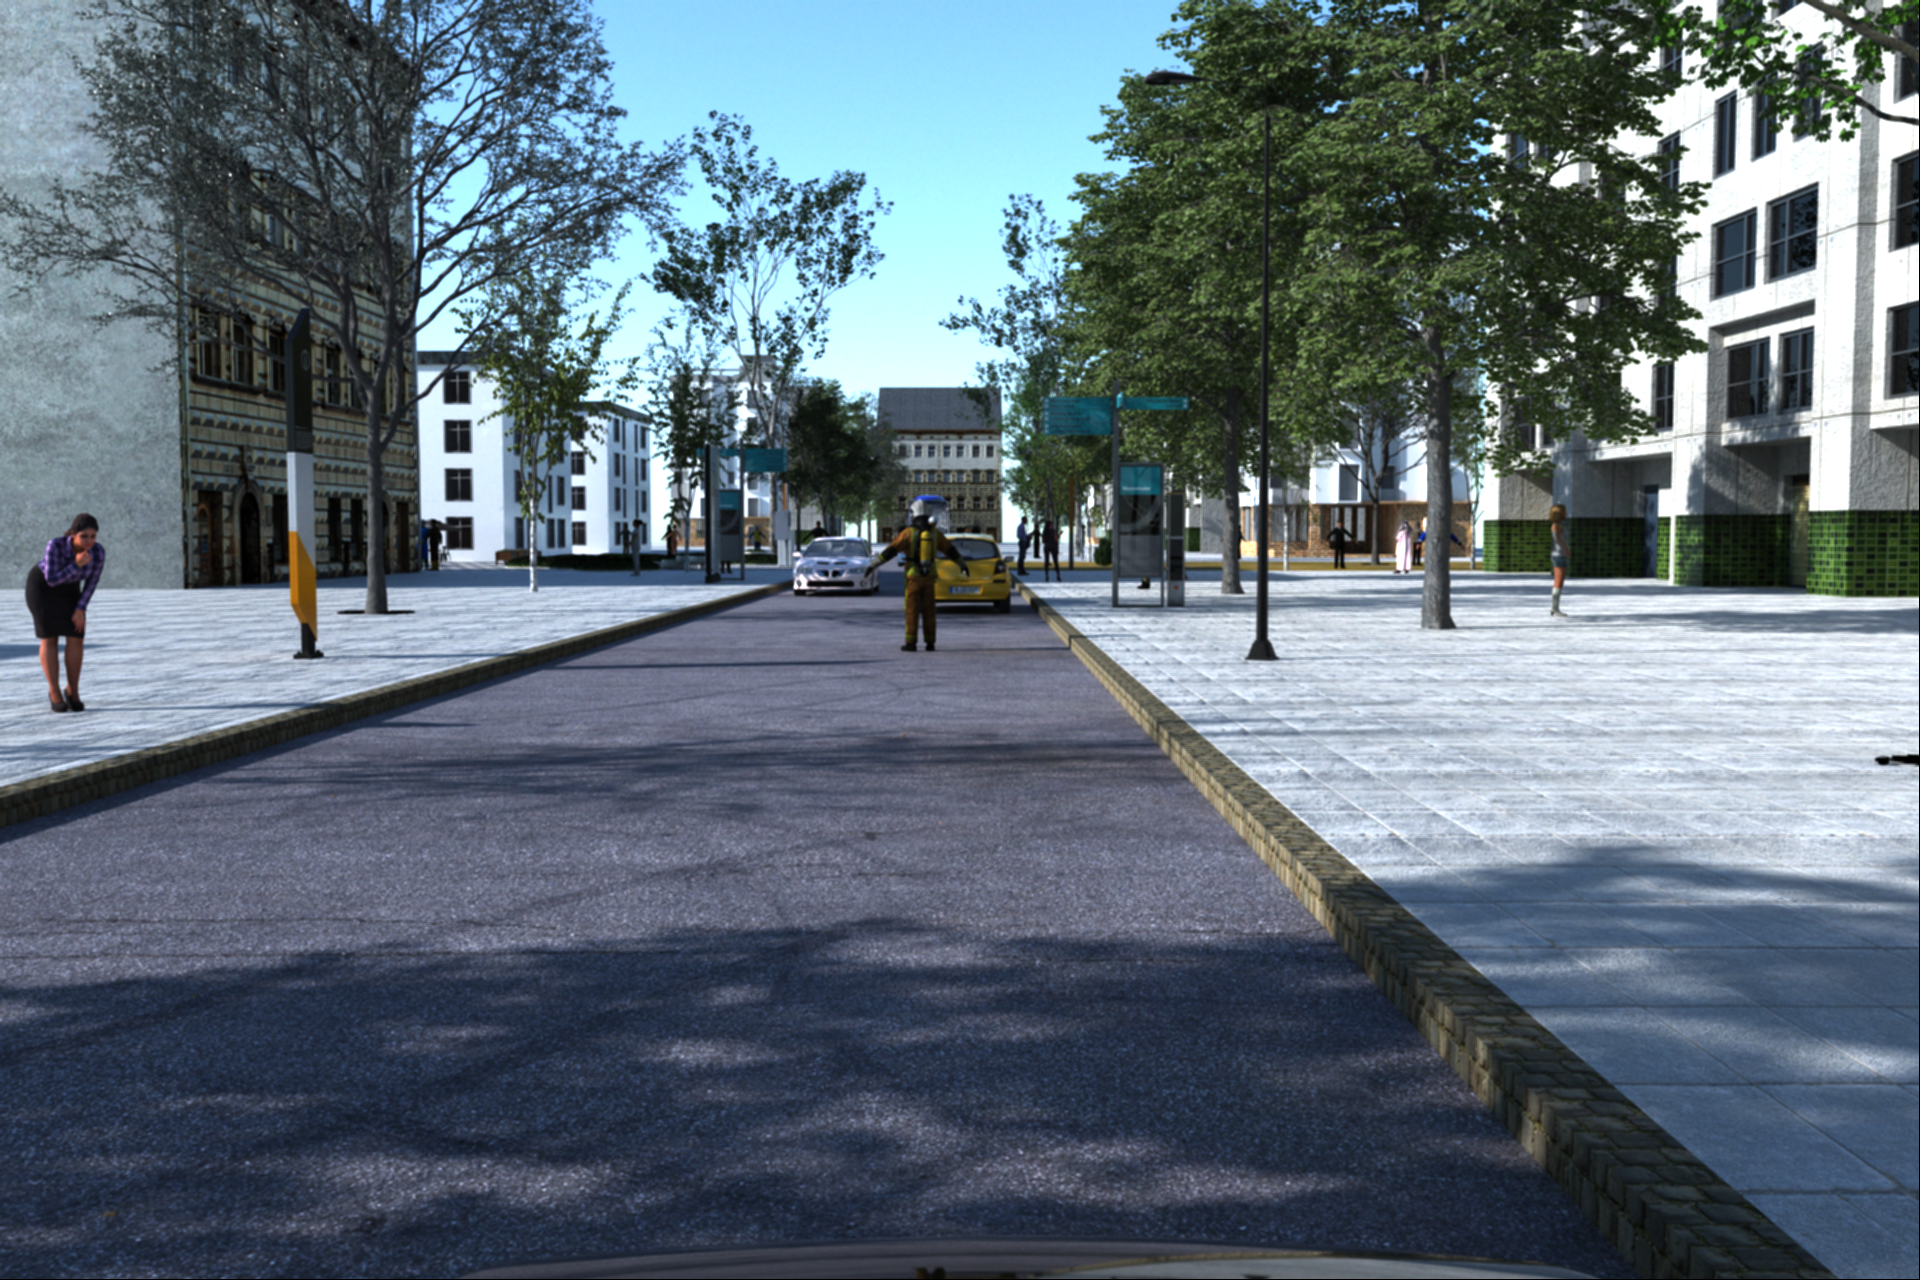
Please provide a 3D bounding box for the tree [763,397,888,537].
[{"bbox_3d":[-8.748,-10.856,111.906,8.767,10.594,7.601,-2,4,-27],"label":"tree"}]

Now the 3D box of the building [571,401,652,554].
[{"bbox_3d":[-26.446,-11.094,123.534,9.099,9.664,28.070,0,4,1],"label":"building"}]

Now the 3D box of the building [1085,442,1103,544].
[{"bbox_3d":[21.841,-22.964,231.884,16.016,20.090,11.380,0,4,0],"label":"building"}]

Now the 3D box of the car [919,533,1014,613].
[{"bbox_3d":[0.047,-1.376,32.724,2.015,1.641,3.980,0,4,-1],"label":"car"}]

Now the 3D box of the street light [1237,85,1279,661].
[{"bbox_3d":[3.631,-2.752,17.542,1.470,5.913,1.316,0,3,0],"label":"street light"}]

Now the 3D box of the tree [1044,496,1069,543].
[{"bbox_3d":[14.266,-18.385,250.960,4.737,8.622,4.395,0,3,0],"label":"tree"}]

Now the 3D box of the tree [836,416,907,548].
[{"bbox_3d":[-8.769,-15.093,164.892,7.486,12.596,7.792,0,3,0],"label":"tree"}]

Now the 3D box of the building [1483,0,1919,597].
[{"bbox_3d":[26.391,-10.809,43.189,16.747,18.905,31.486,0,4,0],"label":"building"}]

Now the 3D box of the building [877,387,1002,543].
[{"bbox_3d":[-2.906,-25.937,257.454,18.063,23.208,19.493,0,4,0],"label":"building"}]

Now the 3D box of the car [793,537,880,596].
[{"bbox_3d":[-2.938,-1.800,41.784,2.083,1.381,4.827,0,4,0],"label":"car"}]

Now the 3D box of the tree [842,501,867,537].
[{"bbox_3d":[-16.661,-20.582,254.636,7.486,12.596,7.792,0,3,0],"label":"tree"}]

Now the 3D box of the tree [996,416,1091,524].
[{"bbox_3d":[6.240,-11.962,129.997,7.601,10.594,8.767,0,4,-8],"label":"tree"}]

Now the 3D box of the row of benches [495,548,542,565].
[{"bbox_3d":[-18.797,-3.562,73.705,1.422,0.672,4.104,0,4,6],"label":"row of benches"}]

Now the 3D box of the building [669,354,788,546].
[{"bbox_3d":[-24.608,-20.006,183.520,16.016,20.090,11.380,0,4,1],"label":"building"}]

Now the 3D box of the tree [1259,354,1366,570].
[{"bbox_3d":[11.480,-6.810,61.707,4.360,8.622,3.978,0,3,0],"label":"tree"}]

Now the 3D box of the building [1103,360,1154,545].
[{"bbox_3d":[24.635,-19.342,182.701,16.747,18.905,31.486,0,4,0],"label":"building"}]

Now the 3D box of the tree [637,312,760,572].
[{"bbox_3d":[-9.103,-6.623,58.646,4.737,8.622,4.395,0,3,0],"label":"tree"}]

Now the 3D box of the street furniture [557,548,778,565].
[{"bbox_3d":[-12.423,-3.553,73.710,10.072,0.657,5.734,-1,4,-10],"label":"street furniture"}]

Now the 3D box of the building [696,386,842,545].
[{"bbox_3d":[-24.756,-21.825,223.301,16.747,18.905,31.486,0,4,0],"label":"building"}]

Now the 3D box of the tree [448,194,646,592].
[{"bbox_3d":[-9.266,-5.381,38.342,4.737,8.622,4.395,0,3,0],"label":"tree"}]

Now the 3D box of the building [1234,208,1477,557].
[{"bbox_3d":[22.135,-15.348,107.356,16.016,20.090,11.380,0,4,0],"label":"building"}]

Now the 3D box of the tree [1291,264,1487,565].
[{"bbox_3d":[17.277,-9.877,71.864,12.009,13.543,11.850,0,3,0],"label":"tree"}]

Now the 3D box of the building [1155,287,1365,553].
[{"bbox_3d":[24.902,-16.268,132.447,16.747,18.905,31.486,0,4,1],"label":"building"}]

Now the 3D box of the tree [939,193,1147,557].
[{"bbox_3d":[5.378,-14.797,97.826,12.611,20.169,13.585,0,3,0],"label":"tree"}]

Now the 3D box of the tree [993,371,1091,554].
[{"bbox_3d":[5.827,-11.272,110.052,9.928,11.665,9.643,0,3,0],"label":"tree"}]

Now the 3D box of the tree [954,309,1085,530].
[{"bbox_3d":[5.697,-17.911,148.729,12.611,20.169,13.585,0,3,0],"label":"tree"}]

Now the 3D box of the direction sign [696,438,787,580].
[{"bbox_3d":[-6.068,-3.671,48.782,2.525,3.948,1.411,0,4,0],"label":"direction sign"}]

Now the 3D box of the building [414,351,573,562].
[{"bbox_3d":[-25.364,-9.255,93.473,9.099,9.664,28.070,0,4,0],"label":"building"}]

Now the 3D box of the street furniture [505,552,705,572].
[{"bbox_3d":[-12.925,-2.956,63.950,5.734,0.657,10.072,-2,4,-28],"label":"street furniture"}]

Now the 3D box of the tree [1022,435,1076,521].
[{"bbox_3d":[6.490,-10.473,121.588,4.737,8.622,4.395,0,3,0],"label":"tree"}]

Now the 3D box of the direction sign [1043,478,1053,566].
[{"bbox_3d":[3.568,-4.781,70.166,0.379,3.537,0.876,0,4,0],"label":"direction sign"}]

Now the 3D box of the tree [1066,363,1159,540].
[{"bbox_3d":[6.033,-7.586,74.397,4.360,8.622,3.978,0,3,0],"label":"tree"}]

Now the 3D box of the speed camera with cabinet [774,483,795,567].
[{"bbox_3d":[-6.884,-4.502,67.944,0.660,3.252,2.038,0,4,1],"label":"speed camera with cabinet"}]

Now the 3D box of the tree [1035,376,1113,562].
[{"bbox_3d":[5.828,-7.921,79.867,4.737,8.622,4.395,0,3,0],"label":"tree"}]

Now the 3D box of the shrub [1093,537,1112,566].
[{"bbox_3d":[5.738,-3.531,68.852,1.383,1.207,1.383,0,3,0],"label":"shrub"}]

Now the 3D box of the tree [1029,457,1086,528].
[{"bbox_3d":[14.432,-21.524,258.570,9.857,13.997,8.962,0,3,0],"label":"tree"}]

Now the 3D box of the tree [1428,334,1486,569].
[{"bbox_3d":[18.646,-6.887,62.960,4.360,8.622,3.978,0,3,0],"label":"tree"}]

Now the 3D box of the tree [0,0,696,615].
[{"bbox_3d":[-9.383,-7.173,27.645,12.009,13.543,11.850,0,3,0],"label":"tree"}]

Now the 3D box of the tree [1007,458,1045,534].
[{"bbox_3d":[6.246,-12.885,161.023,4.737,8.622,4.395,0,3,0],"label":"tree"}]

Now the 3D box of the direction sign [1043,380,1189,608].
[{"bbox_3d":[2.709,-2.497,29.592,2.525,3.948,1.411,0,3,0],"label":"direction sign"}]

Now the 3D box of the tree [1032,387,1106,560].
[{"bbox_3d":[6.240,-8.318,86.353,4.360,8.622,3.978,0,3,0],"label":"tree"}]

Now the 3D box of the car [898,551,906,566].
[{"bbox_3d":[-1.873,-4.049,78.210,2.014,1.417,4.499,0,4,1],"label":"car"}]

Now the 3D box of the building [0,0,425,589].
[{"bbox_3d":[-27.252,-13.296,48.324,19.493,23.208,18.063,0,4,-1],"label":"building"}]
